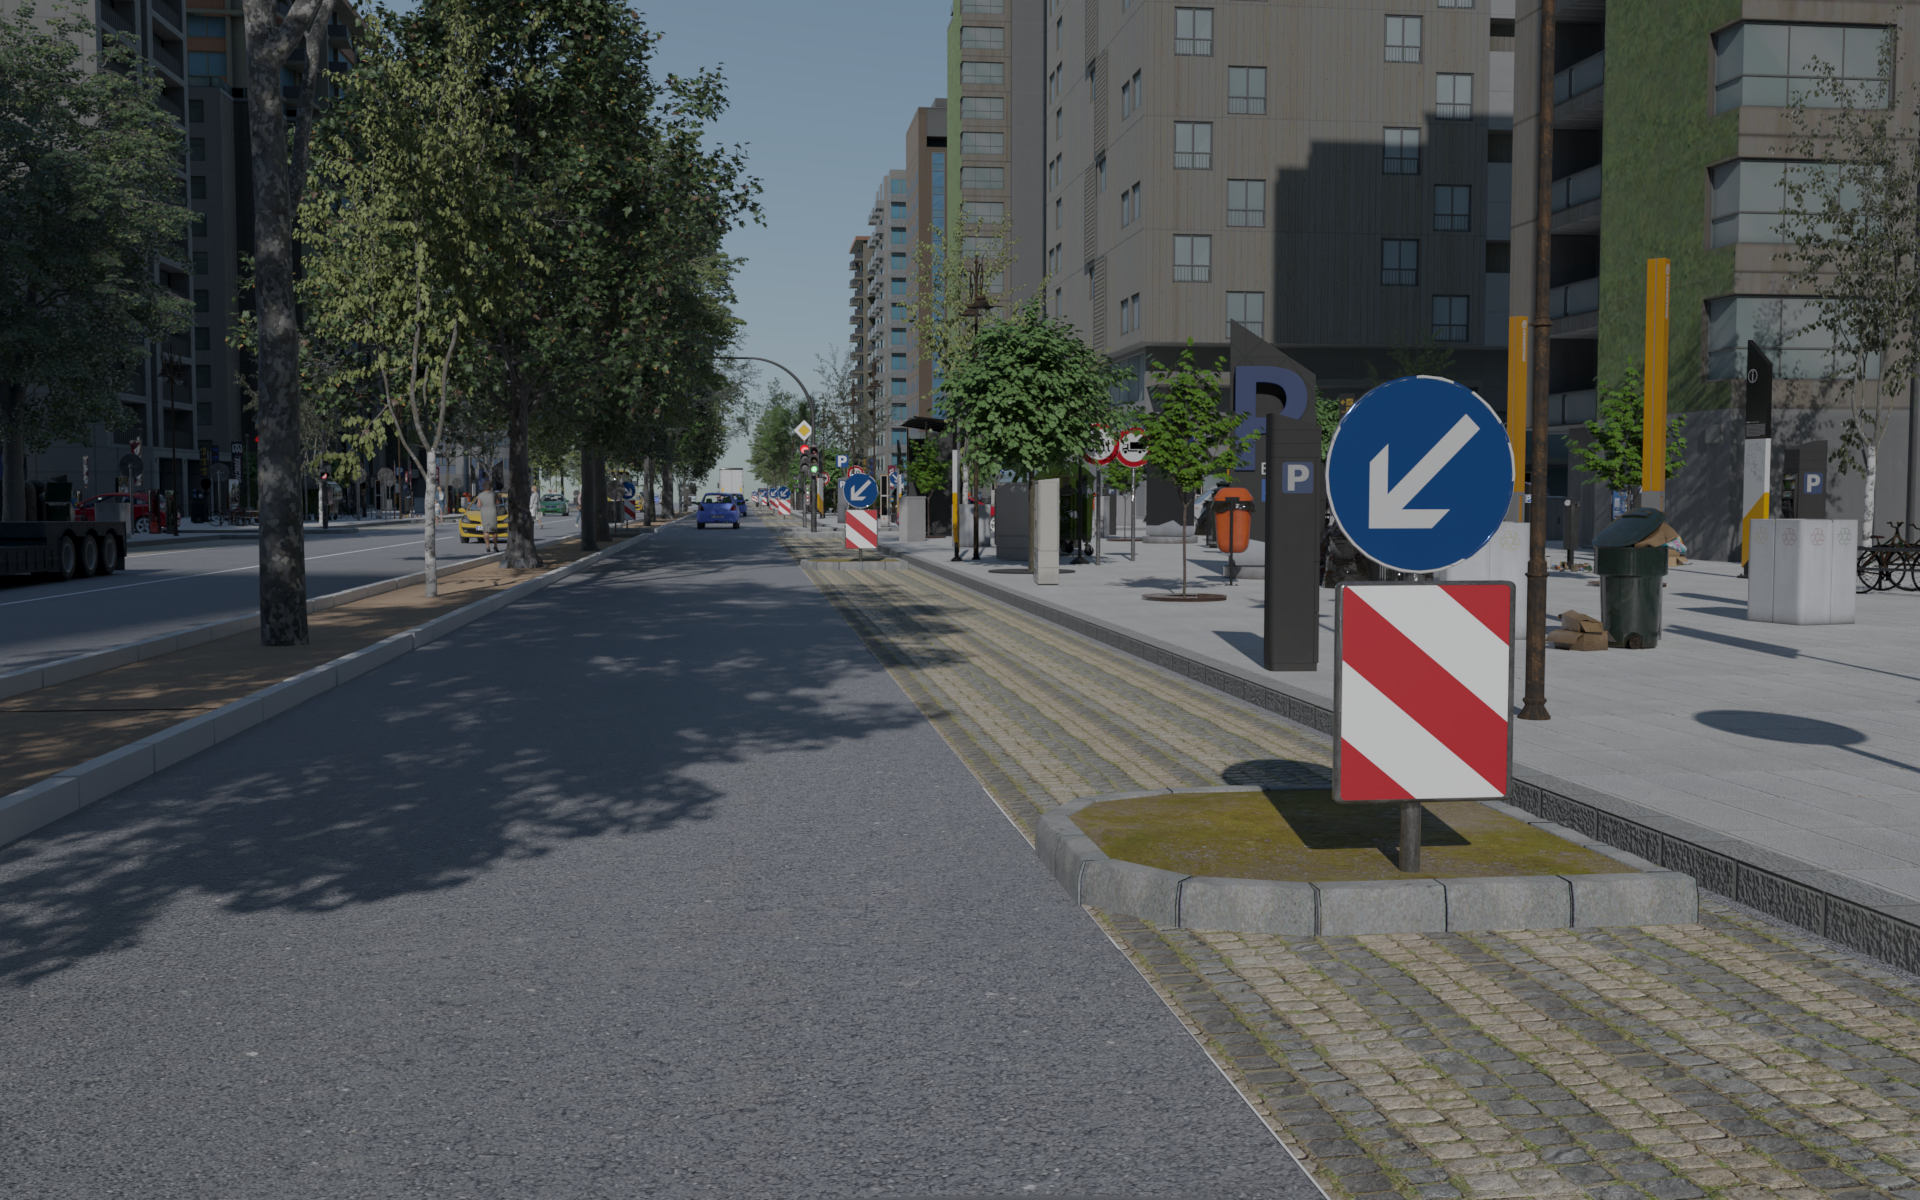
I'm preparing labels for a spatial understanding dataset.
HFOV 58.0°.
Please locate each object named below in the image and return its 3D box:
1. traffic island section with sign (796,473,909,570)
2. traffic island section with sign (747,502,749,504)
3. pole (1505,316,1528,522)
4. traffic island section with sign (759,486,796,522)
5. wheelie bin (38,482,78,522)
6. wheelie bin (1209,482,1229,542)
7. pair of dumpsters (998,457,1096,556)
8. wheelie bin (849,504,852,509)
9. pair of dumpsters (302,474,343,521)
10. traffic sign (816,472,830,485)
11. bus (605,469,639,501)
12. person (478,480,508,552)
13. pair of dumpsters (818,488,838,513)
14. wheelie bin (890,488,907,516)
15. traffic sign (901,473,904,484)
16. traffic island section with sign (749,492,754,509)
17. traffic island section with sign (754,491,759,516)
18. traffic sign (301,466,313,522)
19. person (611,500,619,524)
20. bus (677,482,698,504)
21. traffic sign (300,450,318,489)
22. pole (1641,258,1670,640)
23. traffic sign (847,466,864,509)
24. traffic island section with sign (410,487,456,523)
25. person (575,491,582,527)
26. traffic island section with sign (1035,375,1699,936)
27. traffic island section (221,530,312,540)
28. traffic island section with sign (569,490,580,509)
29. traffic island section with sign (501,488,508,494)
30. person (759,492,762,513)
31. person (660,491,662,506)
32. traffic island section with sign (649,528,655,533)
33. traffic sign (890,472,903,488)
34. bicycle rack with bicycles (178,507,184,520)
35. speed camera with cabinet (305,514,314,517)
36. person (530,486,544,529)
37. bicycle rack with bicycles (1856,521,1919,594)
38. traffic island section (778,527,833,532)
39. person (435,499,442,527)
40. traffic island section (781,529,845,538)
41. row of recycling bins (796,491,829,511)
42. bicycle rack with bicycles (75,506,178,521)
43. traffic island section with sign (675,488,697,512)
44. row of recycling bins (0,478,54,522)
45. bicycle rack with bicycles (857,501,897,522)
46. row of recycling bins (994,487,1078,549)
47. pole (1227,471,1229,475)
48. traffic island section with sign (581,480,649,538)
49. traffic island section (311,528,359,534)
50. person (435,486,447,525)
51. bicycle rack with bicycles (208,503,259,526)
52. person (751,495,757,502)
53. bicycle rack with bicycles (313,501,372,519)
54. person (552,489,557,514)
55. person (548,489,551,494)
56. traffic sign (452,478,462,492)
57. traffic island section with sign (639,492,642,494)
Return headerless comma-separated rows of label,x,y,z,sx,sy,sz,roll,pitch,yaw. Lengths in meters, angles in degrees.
traffic island section with sign,-2.072,-1.514,33.389,1.989,1.847,2.006,0,4,-7
traffic island section with sign,-22.195,-11.160,191.101,1.989,1.847,2.006,0,4,-7
pole,6.415,-1.599,19.990,0.158,3.312,0.155,0,3,0
traffic island section with sign,-9.072,-4.867,88.204,1.989,1.847,2.006,0,4,-7
wheelie bin,-24.035,-2.343,46.213,0.980,1.594,0.693,-1,4,-15
wheelie bin,7.126,-2.359,46.482,0.693,1.594,0.980,-3,4,-36
pair of dumpsters,1.880,-2.153,37.703,1.574,2.255,4.437,0,4,-7
wheelie bin,-8.062,-7.238,126.249,0.980,1.594,0.693,-1,4,-17
pair of dumpsters,-30.962,-4.941,83.275,1.574,2.255,4.437,0,4,-7
traffic sign,-7.874,-6.090,99.676,0.768,2.556,0.104,0,4,-4
bus,-33.481,-10.993,171.277,2.896,3.916,12.252,0,4,-7
person,-11.498,-2.067,42.656,0.716,1.782,0.532,0,4,-8
pair of dumpsters,-8.904,-7.020,117.270,1.574,2.255,4.437,0,4,-7
wheelie bin,-3.198,-5.096,91.225,0.693,1.594,0.980,3,5,43
traffic sign,-3.651,-6.224,101.876,0.768,2.556,0.104,0,4,-3
traffic island section with sign,-18.695,-9.482,163.656,1.989,1.847,2.006,0,4,-7
traffic island section with sign,-12.484,-6.509,115.048,1.989,1.847,2.006,0,4,-7
traffic sign,-29.711,-4.806,78.681,0.768,2.556,0.104,0,4,-1
person,-16.205,-4.419,81.430,0.731,1.740,0.598,2,4,24
bus,-40.063,-15.877,254.455,2.948,3.499,13.247,-1,4,-9
traffic sign,-31.020,-5.303,80.584,2.265,3.308,0.079,0,4,0
pole,6.063,-1.302,15.125,0.158,3.312,0.155,0,3,0
traffic sign,-4.672,-4.741,77.626,0.768,2.556,0.104,0,4,-3
traffic island section with sign,-26.246,-4.755,86.366,1.989,1.847,2.006,0,4,-7
person,-16.499,-4.067,75.592,0.643,1.750,0.593,3,5,42
traffic island section with sign,1.340,0.127,6.548,1.989,1.847,2.006,0,4,-7
traffic island section,-22.323,-2.045,55.724,2.009,0.180,2.903,0,4,-7
traffic island section with sign,-36.007,-9.436,162.904,1.989,1.847,2.006,0,4,-7
traffic island section with sign,-29.659,-6.390,113.105,1.989,1.847,2.006,0,4,-7
person,-14.580,-7.101,126.412,0.330,1.601,0.589,0,4,2
person,-36.095,-12.315,209.944,0.705,1.812,1.348,1,4,8
traffic island section with sign,-12.393,-3.459,64.690,2.006,1.907,1.989,0,4,-7
traffic sign,-3.617,-6.018,98.497,0.768,2.556,0.104,0,4,1
bicycle rack with bicycles,-39.945,-4.421,85.664,2.925,0.926,2.852,-2,4,-35
speed camera with cabinet,-37.004,-6.369,98.469,0.660,3.252,2.038,-1,4,-14
person,-17.251,-3.759,70.315,0.624,1.780,0.694,2,4,25
bicycle rack with bicycles,12.266,-0.544,22.275,2.852,0.926,2.925,-3,4,-38
traffic island section,-5.883,-2.665,65.859,2.009,0.180,2.903,0,4,-7
person,-23.046,-3.844,76.358,0.505,1.210,0.382,1,4,12
traffic island section,-4.872,-2.181,57.938,2.009,0.180,2.903,0,4,-7
row of recycling bins,-11.547,-7.846,135.389,3.534,1.692,1.069,3,5,43
bicycle rack with bicycles,-36.137,-3.757,74.811,2.852,0.926,2.925,2,4,26
traffic island section with sign,-21.912,-8.018,139.225,2.006,1.907,1.989,0,4,-7
row of recycling bins,-25.288,-2.430,46.840,1.069,1.692,3.534,0,4,-4
bicycle rack with bicycles,-3.726,-4.073,79.977,2.852,0.926,2.925,0,4,-2
row of recycling bins,1.817,-2.149,42.244,1.069,1.692,3.534,-2,4,-24
pole,11.712,-4.983,75.319,0.158,3.312,0.155,0,3,0
traffic island section with sign,-11.465,-3.009,57.341,2.006,1.907,1.989,0,4,-7
traffic island section,-23.334,-2.530,63.646,2.009,0.180,2.903,0,4,-7
person,-23.877,-4.344,79.551,0.581,1.822,0.654,-1,4,-17
bicycle rack with bicycles,-28.523,-3.449,69.766,2.925,0.926,2.852,-1,4,-13
person,-34.172,-17.082,287.744,1.348,1.831,0.705,2,4,31
bicycle rack with bicycles,-32.361,-4.771,91.384,2.925,0.926,2.852,3,5,41
person,-29.609,-7.229,126.925,0.641,1.798,0.478,-1,4,-16
person,-30.752,-7.372,129.306,0.573,1.790,0.520,-2,4,-31
traffic sign,-39.457,-8.307,135.921,0.768,2.556,0.104,0,4,-2
traffic island section with sign,-49.872,-16.080,271.527,1.989,1.847,2.006,0,4,-7
